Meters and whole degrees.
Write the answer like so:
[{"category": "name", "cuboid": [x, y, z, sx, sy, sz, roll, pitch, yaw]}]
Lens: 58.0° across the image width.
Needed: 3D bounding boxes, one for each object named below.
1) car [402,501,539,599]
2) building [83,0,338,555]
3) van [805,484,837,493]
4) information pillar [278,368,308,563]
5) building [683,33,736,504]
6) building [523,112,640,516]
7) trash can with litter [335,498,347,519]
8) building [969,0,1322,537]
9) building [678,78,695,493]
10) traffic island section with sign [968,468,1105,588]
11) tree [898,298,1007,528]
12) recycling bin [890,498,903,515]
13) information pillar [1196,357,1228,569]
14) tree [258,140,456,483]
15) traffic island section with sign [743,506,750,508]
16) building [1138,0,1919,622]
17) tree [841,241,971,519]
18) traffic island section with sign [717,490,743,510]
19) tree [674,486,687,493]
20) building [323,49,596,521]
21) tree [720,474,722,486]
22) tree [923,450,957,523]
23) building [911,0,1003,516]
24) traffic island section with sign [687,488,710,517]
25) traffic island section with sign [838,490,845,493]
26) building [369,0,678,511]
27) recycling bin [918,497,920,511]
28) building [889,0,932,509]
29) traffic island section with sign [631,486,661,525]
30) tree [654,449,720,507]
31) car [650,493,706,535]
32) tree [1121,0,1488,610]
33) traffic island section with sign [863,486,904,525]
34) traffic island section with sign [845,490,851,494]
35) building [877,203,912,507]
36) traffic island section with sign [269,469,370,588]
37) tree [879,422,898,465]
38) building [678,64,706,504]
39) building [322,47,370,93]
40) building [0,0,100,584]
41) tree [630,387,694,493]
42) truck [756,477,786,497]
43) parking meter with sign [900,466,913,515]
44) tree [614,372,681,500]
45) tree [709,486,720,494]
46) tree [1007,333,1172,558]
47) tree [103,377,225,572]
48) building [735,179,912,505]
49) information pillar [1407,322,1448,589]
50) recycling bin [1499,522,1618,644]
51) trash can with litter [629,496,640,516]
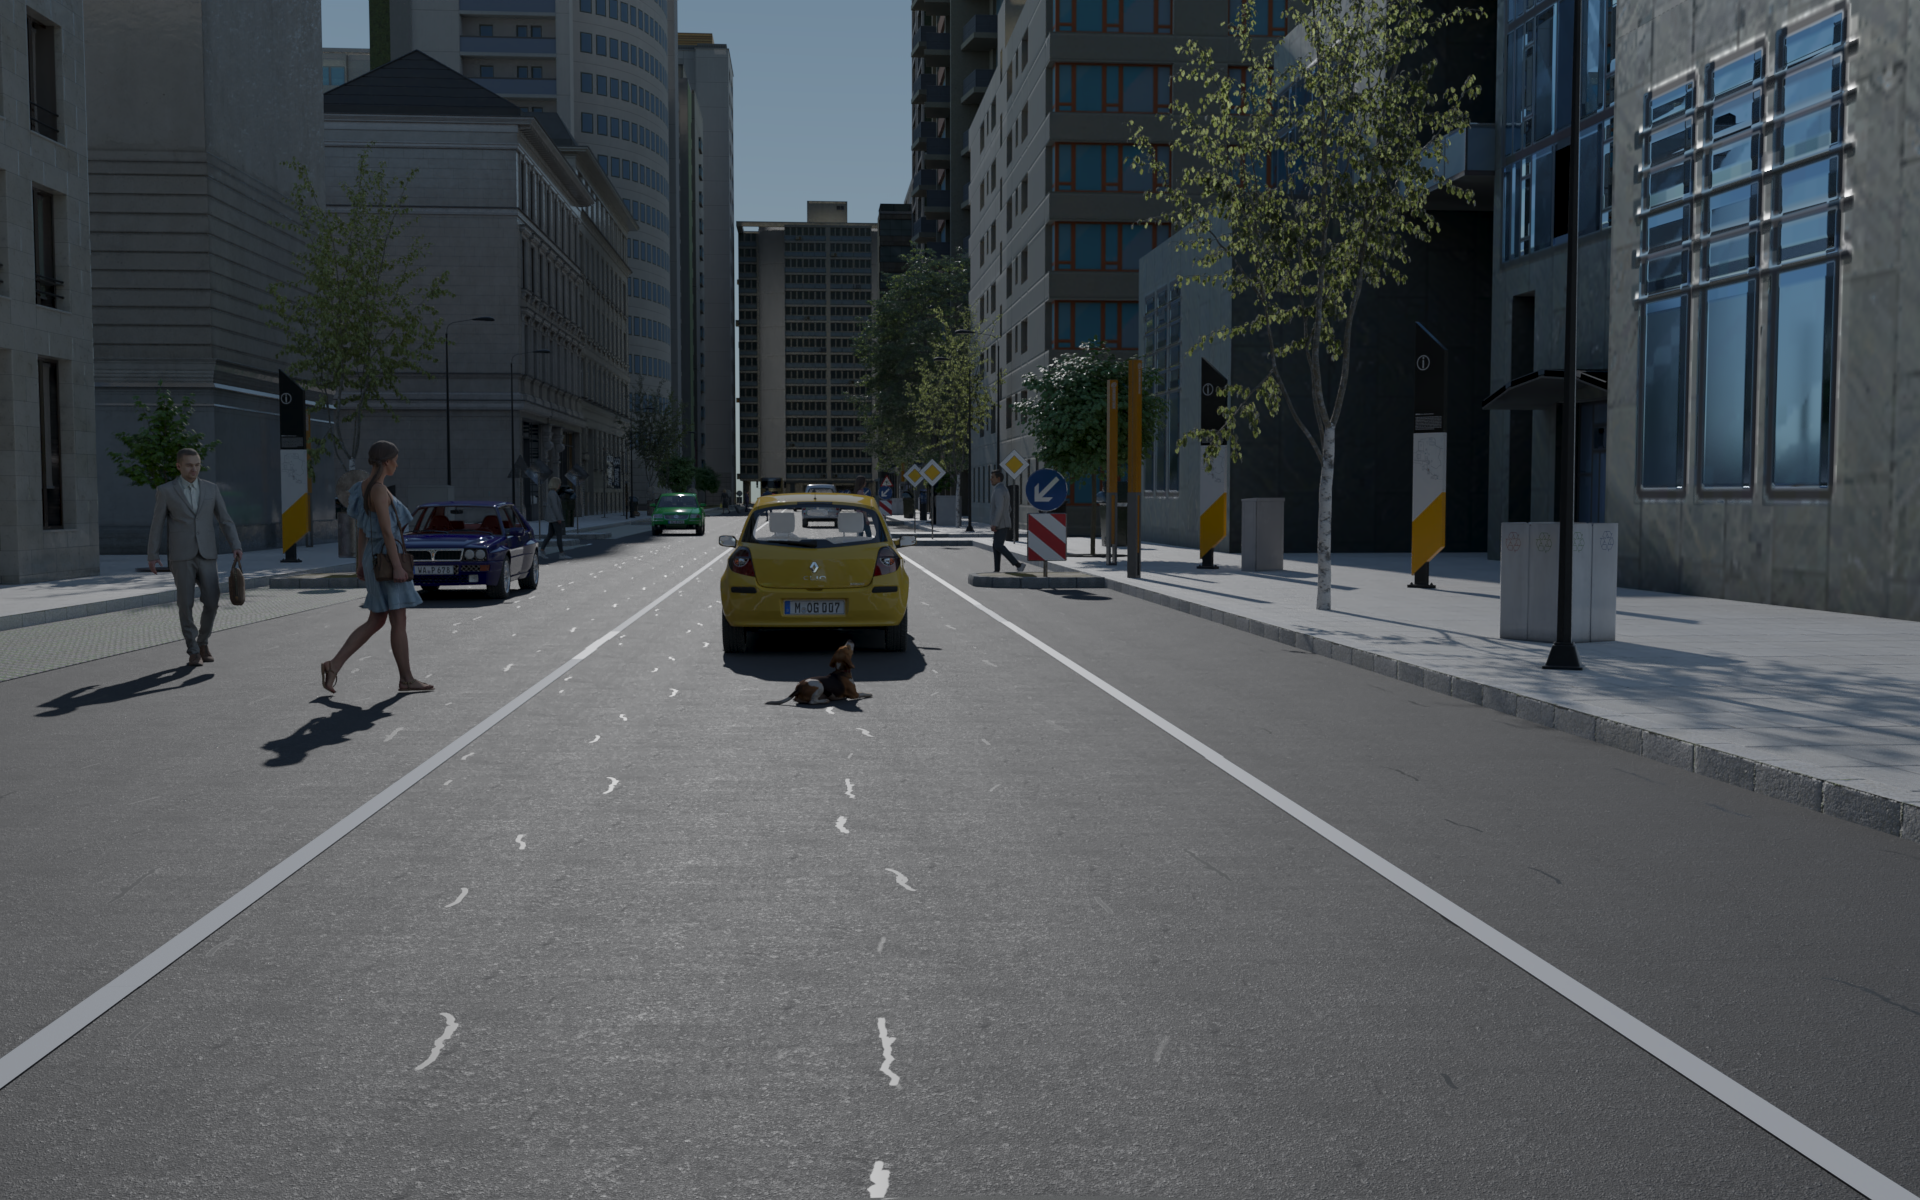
[{"category": "car", "cuboid": [-7.148, -0.749, 24.828, 1.945, 1.354, 3.894, 0, 4, -5]}, {"category": "building", "cuboid": [-24.971, -11.666, 39.895, 18.267, 20.994, 9.793, 0, 4, -5]}, {"category": "van", "cuboid": [-6.108, -4.227, 76.126, 2.013, 2.044, 4.112, 0, 4, -4]}, {"category": "information pillar", "cuboid": [-12.449, -2.506, 32.331, 0.504, 3.616, 0.183, 0, 4, 5]}, {"category": "building", "cuboid": [-43.433, -41.732, 224.314, 28.212, 58.520, 21.231, 0, 4, -5]}, {"category": "building", "cuboid": [-30.116, -17.020, 111.568, 16.112, 22.955, 30.059, 0, 4, -5]}, {"category": "trash can with litter", "cuboid": [-20.050, -2.759, 56.503, 0.624, 1.170, 1.055, 1, 4, 20]}, {"category": "building", "cuboid": [16.025, -13.769, 70.161, 28.899, 21.520, 27.650, 0, 4, -5]}, {"category": "building", "cuboid": [-32.897, -29.426, 164.703, 14.154, 41.232, 14.086, 0, 4, -5]}, {"category": "traffic island section with sign", "cuboid": [1.155, -1.148, 27.400, 1.989, 1.847, 2.006, 0, 4, -5]}, {"category": "tree", "cuboid": [-0.127, -7.048, 65.602, 4.360, 8.622, 3.978, 0, 3, 0]}, {"category": "recycling bin", "cuboid": [-3.884, -5.711, 105.921, 0.722, 1.027, 0.722, -1, 4, -13]}, {"category": "information pillar", "cuboid": [4.308, -2.333, 29.503, 0.504, 3.616, 0.183, 3, 4, 39]}, {"category": "tree", "cuboid": [-12.936, -5.291, 36.873, 4.737, 8.622, 4.395, 0, 3, 0]}, {"category": "traffic island section with sign", "cuboid": [-23.438, -10.769, 184.701, 1.989, 1.847, 2.006, 0, 4, -5]}, {"category": "building", "cuboid": [17.384, -43.926, 30.860, 22.319, 86.520, 31.000, 0, 4, -5]}, {"category": "tree", "cuboid": [-1.153, -11.128, 88.592, 9.857, 13.997, 8.962, 0, 3, 0]}, {"category": "traffic island section with sign", "cuboid": [-21.063, -9.127, 157.850, 1.989, 1.847, 2.006, 0, 4, -5]}, {"category": "tree", "cuboid": [-22.356, -8.803, 138.524, 1.663, 3.219, 1.824, 0, 3, 0]}, {"category": "building", "cuboid": [-23.845, -13.819, 76.844, 10.553, 20.767, 40.483, 0, 4, -5]}, {"category": "tree", "cuboid": [-26.373, -11.941, 178.955, 4.285, 4.588, 4.351, 0, 3, 0]}, {"category": "tree", "cuboid": [-0.874, -4.988, 76.150, 1.663, 3.219, 1.824, 0, 3, 0]}, {"category": "building", "cuboid": [8.322, -27.777, 108.774, 22.147, 44.769, 28.867, 0, 4, -5]}, {"category": "traffic island section with sign", "cuboid": [-16.725, -6.116, 108.621, 1.989, 1.847, 2.006, 0, 4, -5]}, {"category": "traffic island section with sign", "cuboid": [-12.914, -10.900, 186.843, 1.989, 1.847, 2.006, 0, 4, -5]}, {"category": "building", "cuboid": [-34.774, -36.747, 142.812, 21.231, 58.520, 28.212, 0, 4, -5]}, {"category": "recycling bin", "cuboid": [-2.691, -7.265, 131.337, 0.722, 1.027, 0.722, -2, 4, -32]}, {"category": "building", "cuboid": [4.265, -43.868, 155.491, 20.563, 71.187, 20.611, 0, 4, -5]}, {"category": "traffic island section with sign", "cuboid": [-14.282, -4.425, 80.972, 1.989, 1.847, 2.006, 0, 4, -5]}, {"category": "tree", "cuboid": [-20.622, -8.678, 125.596, 4.285, 4.588, 4.351, 0, 3, 0]}, {"category": "car", "cuboid": [-9.998, -3.227, 61.564, 1.959, 1.807, 4.718, 0, 4, -7]}, {"category": "tree", "cuboid": [4.001, -4.211, 19.216, 4.360, 8.622, 3.978, 0, 3, 0]}, {"category": "traffic island section with sign", "cuboid": [-3.681, -4.497, 82.148, 1.989, 1.847, 2.006, 0, 4, -5]}, {"category": "traffic island section with sign", "cuboid": [-6.068, -6.156, 109.276, 1.989, 1.847, 2.006, 0, 4, -5]}, {"category": "building", "cuboid": [-1.356, -24.648, 174.701, 14.160, 30.474, 14.107, 0, 4, -5]}, {"category": "traffic island section with sign", "cuboid": [-9.534, -1.134, 27.162, 1.989, 1.847, 2.006, 0, 4, -5]}, {"category": "tree", "cuboid": [-4.163, -10.755, 126.214, 4.360, 8.622, 3.978, 0, 3, 0]}, {"category": "building", "cuboid": [-39.602, -34.775, 192.277, 21.600, 48.544, 21.300, 0, 4, -5]}, {"category": "building", "cuboid": [-65.468, -34.843, 189.295, 30.456, 49.044, 23.786, 0, 4, -5]}, {"category": "building", "cuboid": [-17.982, -9.977, 17.871, 10.420, 20.320, 16.860, 0, 4, -5]}, {"category": "tree", "cuboid": [-20.257, -10.249, 117.939, 4.737, 8.622, 4.395, 0, 3, 0]}, {"category": "truck", "cuboid": [-22.083, -12.669, 203.070, 3.469, 3.379, 9.791, 0, 4, -5]}, {"category": "parking meter with sign", "cuboid": [-3.382, -6.821, 107.783, 0.543, 3.016, 1.738, -2, 4, -33]}, {"category": "tree", "cuboid": [-18.722, -9.419, 104.357, 4.360, 8.622, 3.978, 0, 3, 0]}, {"category": "tree", "cuboid": [-26.341, -11.666, 185.344, 1.663, 3.219, 1.824, 0, 3, 0]}, {"category": "tree", "cuboid": [2.658, -3.169, 35.533, 4.285, 4.588, 4.351, 0, 3, 0]}, {"category": "tree", "cuboid": [-13.282, -2.099, 28.916, 1.663, 3.219, 1.824, 0, 3, 0]}, {"category": "building", "cuboid": [-17.790, -33.056, 232.347, 23.993, 40.220, 32.217, 0, 4, -5]}, {"category": "information pillar", "cuboid": [6.360, -1.966, 23.497, 0.183, 3.616, 0.504, -3, 5, -40]}, {"category": "recycling bin", "cuboid": [5.263, -0.164, 15.241, 0.722, 1.027, 0.722, -2, 4, -29]}, {"category": "trash can with litter", "cuboid": [-18.659, -5.401, 99.691, 0.624, 1.170, 1.055, -2, 4, -30]}]
